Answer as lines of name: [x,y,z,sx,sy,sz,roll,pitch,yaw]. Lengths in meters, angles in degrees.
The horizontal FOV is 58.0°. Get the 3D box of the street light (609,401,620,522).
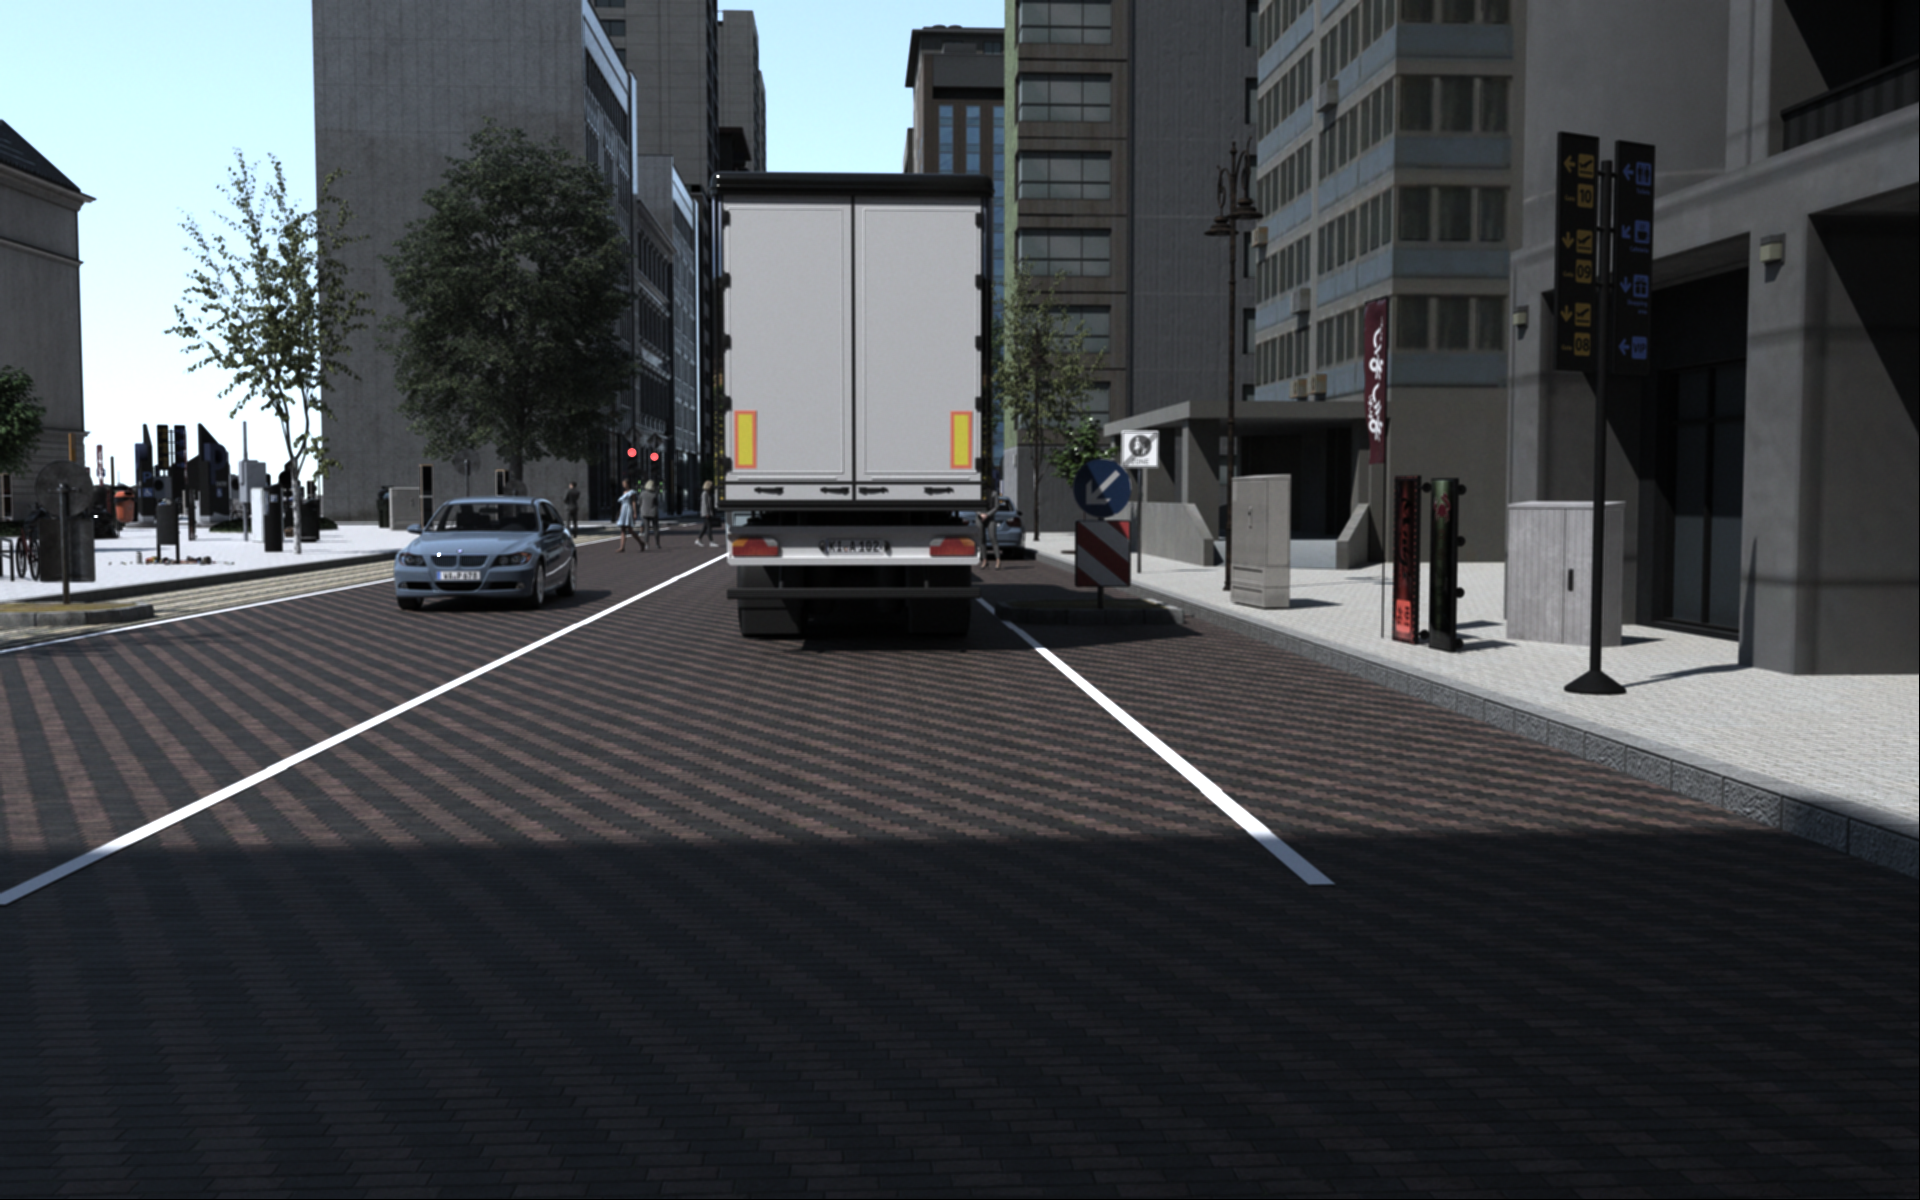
street light: [-15.927,-6.538,79.686,0.468,5.910,1.993,0,4,-3]

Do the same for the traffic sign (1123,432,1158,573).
traffic sign: [2.908,-1.585,28.046,0.606,2.300,0.079,0,4,-2]

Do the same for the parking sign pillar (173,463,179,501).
parking sign pillar: [-54.127,-8.020,119.592,1.447,3.967,1.447,2,4,27]

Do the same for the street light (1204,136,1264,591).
street light: [3.586,-3.063,22.869,0.468,5.910,1.993,0,4,-3]

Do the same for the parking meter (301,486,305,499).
parking meter: [-50.115,-7.712,131.796,0.399,1.863,0.255,1,4,10]

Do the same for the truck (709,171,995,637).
truck: [-1.251,-1.946,20.731,2.839,4.237,11.283,0,4,-3]

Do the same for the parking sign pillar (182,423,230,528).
parking sign pillar: [-28.605,-4.768,66.425,1.447,3.967,1.447,1,4,11]

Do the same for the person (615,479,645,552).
person: [-8.198,-2.092,42.797,0.778,1.811,0.616,-3,4,-38]

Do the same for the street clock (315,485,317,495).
street clock: [-53.315,-8.471,143.067,0.358,2.002,0.471,0,4,6]

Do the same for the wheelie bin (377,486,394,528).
wheelie bin: [-21.743,-3.543,65.841,0.980,1.594,0.693,2,4,33]

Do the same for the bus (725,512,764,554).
bus: [-2.647,-2.343,33.166,2.948,3.499,13.247,0,4,-3]

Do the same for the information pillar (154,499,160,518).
information pillar: [-41.821,-5.232,90.032,0.304,2.012,0.304,0,3,0]

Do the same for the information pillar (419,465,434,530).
information pillar: [-13.360,-2.380,43.402,0.304,2.012,0.304,-2,4,-25]

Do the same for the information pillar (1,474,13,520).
information pillar: [-34.635,-3.576,62.954,0.304,2.012,0.304,-2,4,-35]

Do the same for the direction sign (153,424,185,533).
direction sign: [-25.761,-3.955,56.658,0.876,3.537,0.379,-3,5,-39]

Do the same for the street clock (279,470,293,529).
street clock: [-20.627,-2.971,53.152,0.471,2.002,0.358,-1,4,-11]

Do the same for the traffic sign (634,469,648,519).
traffic sign: [-16.163,-5.353,87.628,0.768,2.556,0.104,0,4,-2]

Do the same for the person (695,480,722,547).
person: [-6.887,-2.365,47.350,0.728,1.800,0.709,1,4,14]

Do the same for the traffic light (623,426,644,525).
traffic light: [-13.422,-5.034,71.219,0.839,4.253,0.868,0,4,-3]

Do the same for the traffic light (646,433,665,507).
traffic light: [-13.911,-5.521,79.189,0.839,4.253,0.868,0,4,-3]

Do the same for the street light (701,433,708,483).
street light: [-18.988,-9.526,128.535,0.468,5.910,1.993,0,4,-3]

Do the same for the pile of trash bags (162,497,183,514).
pile of trash bags: [-51.296,-6.192,110.996,3.447,1.369,1.912,1,4,12]

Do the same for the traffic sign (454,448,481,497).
traffic sign: [-13.744,-2.949,48.319,0.768,2.556,0.104,0,4,3]

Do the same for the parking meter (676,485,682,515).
parking meter: [-17.211,-6.140,106.097,0.255,1.863,0.399,-2,4,-26]

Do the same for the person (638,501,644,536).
person: [-10.849,-2.813,59.175,0.352,1.250,0.332,1,4,22]

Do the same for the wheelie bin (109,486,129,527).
wheelie bin: [-32.602,-3.625,67.182,0.980,1.594,0.693,-1,4,-18]

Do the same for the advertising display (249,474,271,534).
advertising display: [-22.283,-3.053,55.130,0.974,1.923,0.123,2,4,31]

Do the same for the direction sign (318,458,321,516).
direction sign: [-30.958,-5.606,83.657,0.379,3.537,0.876,-1,4,-20]

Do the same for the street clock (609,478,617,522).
street clock: [-15.666,-4.505,78.222,0.358,2.002,0.471,-1,4,-17]

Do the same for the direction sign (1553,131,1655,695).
direction sign: [4.122,-1.171,11.137,0.876,3.537,0.379,-2,4,-30]

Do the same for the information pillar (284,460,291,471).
information pillar: [-44.435,-7.541,114.651,0.504,3.616,0.183,-3,4,-36]

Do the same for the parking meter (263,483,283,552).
parking meter: [-15.294,-1.844,38.554,0.372,1.533,0.369,0,3,0]

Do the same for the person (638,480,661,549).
person: [-8.145,-2.246,45.408,0.537,1.800,0.526,0,4,7]

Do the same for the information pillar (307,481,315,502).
information pillar: [-35.279,-5.484,94.154,0.304,2.012,0.304,1,4,19]

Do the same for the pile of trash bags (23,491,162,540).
pile of trash bags: [-25.111,-2.453,49.851,1.912,1.369,3.447,1,4,17]

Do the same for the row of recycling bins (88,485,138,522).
row of recycling bins: [-38.411,-4.393,78.933,1.069,1.692,3.534,1,4,11]

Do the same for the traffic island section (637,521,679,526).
traffic island section: [-13.952,-3.489,79.321,2.009,0.180,2.903,0,4,-3]

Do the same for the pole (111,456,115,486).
pole: [-45.607,-6.080,93.257,0.158,3.312,0.155,0,3,0]

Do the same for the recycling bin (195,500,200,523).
recycling bin: [-30.418,-3.517,70.058,0.722,1.027,0.722,1,4,9]

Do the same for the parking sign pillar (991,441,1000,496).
parking sign pillar: [1.399,-6.003,86.618,1.447,3.967,1.447,0,4,1]

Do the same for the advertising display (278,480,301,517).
advertising display: [-30.634,-4.523,79.168,0.974,1.923,0.123,0,4,-4]

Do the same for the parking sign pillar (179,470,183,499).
parking sign pillar: [-45.885,-7.072,104.094,1.447,3.967,1.447,-1,4,-18]

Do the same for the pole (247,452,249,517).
pole: [-34.624,-5.514,84.002,0.158,3.312,0.155,0,3,0]

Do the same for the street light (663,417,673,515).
street light: [-17.563,-8.039,104.223,0.468,5.910,1.993,0,4,-3]

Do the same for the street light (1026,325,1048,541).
street light: [2.098,-4.565,47.420,0.468,5.910,1.993,0,4,-3]

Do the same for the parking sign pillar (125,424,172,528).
parking sign pillar: [-30.967,-4.729,65.787,1.447,3.967,1.447,-2,4,-33]

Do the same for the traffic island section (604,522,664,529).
traffic island section: [-13.462,-3.001,71.351,2.009,0.180,2.903,0,4,-3]

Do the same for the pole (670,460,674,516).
pole: [-17.137,-6.676,103.004,0.158,3.312,0.155,0,3,0]

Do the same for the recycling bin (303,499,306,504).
recycling bin: [-37.332,-5.260,98.551,0.722,1.027,0.722,0,4,3]

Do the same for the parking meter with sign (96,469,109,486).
parking meter with sign: [-59.493,-7.597,120.469,0.543,3.016,1.738,-1,4,-12]

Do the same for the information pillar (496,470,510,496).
information pillar: [-13.926,-2.954,52.783,0.304,2.012,0.304,1,4,16]

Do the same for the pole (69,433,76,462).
pole: [-29.838,-3.942,58.289,0.158,3.312,0.155,0,3,0]

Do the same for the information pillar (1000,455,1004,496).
information pillar: [2.529,-6.825,102.938,0.183,3.616,0.504,2,4,26]

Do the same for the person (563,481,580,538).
person: [-12.630,-2.920,56.044,0.447,1.846,0.655,3,5,43]

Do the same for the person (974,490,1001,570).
person: [0.511,-1.479,32.963,0.520,1.790,0.573,0,4,-1]
